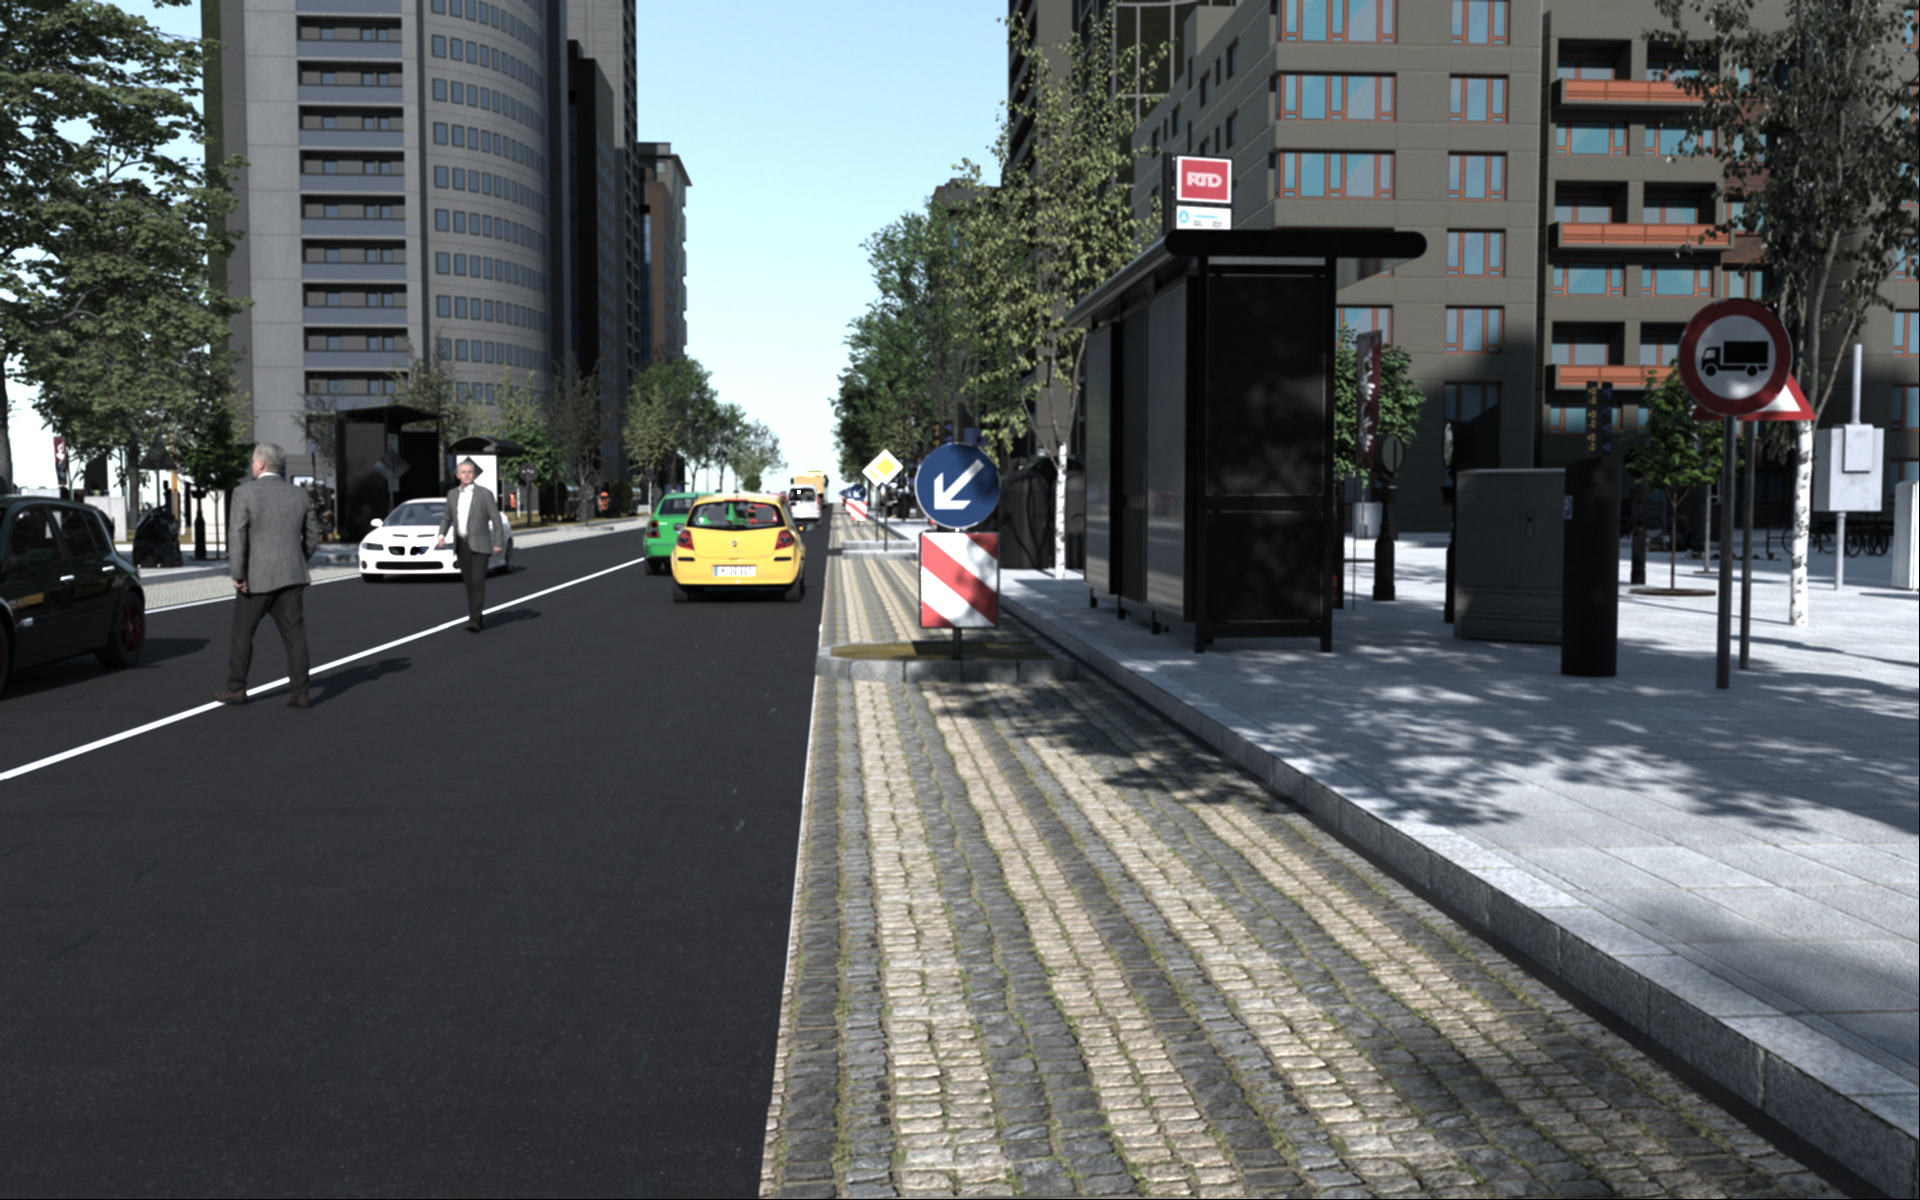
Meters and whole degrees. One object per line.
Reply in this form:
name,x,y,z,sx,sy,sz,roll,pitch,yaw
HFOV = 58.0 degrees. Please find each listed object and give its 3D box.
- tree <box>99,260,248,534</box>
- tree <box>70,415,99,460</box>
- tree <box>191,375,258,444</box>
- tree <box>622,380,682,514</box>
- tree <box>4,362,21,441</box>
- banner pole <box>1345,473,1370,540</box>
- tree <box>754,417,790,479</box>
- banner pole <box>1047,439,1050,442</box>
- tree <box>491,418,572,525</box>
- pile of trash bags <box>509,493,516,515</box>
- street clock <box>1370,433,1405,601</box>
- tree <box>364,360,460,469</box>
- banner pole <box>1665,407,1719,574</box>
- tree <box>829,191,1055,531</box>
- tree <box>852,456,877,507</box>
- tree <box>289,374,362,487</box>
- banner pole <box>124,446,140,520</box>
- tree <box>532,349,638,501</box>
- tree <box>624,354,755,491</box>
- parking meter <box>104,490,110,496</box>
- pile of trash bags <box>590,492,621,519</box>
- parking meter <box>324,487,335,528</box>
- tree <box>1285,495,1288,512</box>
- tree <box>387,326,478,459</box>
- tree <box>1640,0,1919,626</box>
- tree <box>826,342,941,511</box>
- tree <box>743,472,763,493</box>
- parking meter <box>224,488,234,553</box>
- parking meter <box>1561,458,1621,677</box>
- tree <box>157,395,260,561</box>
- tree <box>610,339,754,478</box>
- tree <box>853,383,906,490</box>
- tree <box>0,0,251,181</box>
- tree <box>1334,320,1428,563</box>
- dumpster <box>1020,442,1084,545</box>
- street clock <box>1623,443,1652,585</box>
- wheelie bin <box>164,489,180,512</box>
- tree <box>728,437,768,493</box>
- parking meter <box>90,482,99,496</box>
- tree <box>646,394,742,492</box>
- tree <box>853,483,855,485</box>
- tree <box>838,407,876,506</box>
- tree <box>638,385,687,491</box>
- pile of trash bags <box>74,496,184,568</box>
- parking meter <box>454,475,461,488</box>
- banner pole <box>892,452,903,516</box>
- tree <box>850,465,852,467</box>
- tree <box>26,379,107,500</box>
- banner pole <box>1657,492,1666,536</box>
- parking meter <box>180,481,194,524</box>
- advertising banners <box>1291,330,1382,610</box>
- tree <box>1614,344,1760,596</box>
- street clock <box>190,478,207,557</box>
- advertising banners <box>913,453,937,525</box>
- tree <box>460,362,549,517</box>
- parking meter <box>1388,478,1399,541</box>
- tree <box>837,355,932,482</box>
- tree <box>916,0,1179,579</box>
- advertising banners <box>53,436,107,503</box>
tree,-24.758,-6.399,54.982,4.360,8.622,3.978,0,3,0
tree,-39.123,-7.946,80.286,4.360,8.622,3.978,0,3,0
tree,-44.905,-9.495,105.607,4.737,8.622,4.395,0,3,0
tree,-20.142,-9.912,112.420,4.737,8.622,4.395,0,3,0
tree,-44.801,-7.858,78.835,4.360,8.622,3.978,0,3,0
banner pole,11.155,-3.589,48.691,0.863,3.779,0.401,-2,4,-24
tree,-32.476,-22.273,274.539,12.009,13.543,11.850,0,3,0
banner pole,3.869,-5.456,79.216,0.863,3.779,0.401,3,4,39
tree,-18.234,-5.470,73.151,4.285,4.588,4.351,0,3,0
pile of trash bags,-28.003,-5.719,103.257,3.447,1.369,1.912,-1,4,-21
street clock,5.096,-0.990,20.763,0.471,2.002,0.358,-3,5,-41
tree,-30.459,-9.058,98.464,4.737,8.622,4.395,0,3,0
banner pole,11.972,-2.326,28.055,0.401,3.779,0.863,-1,4,-19
tree,-0.519,-8.201,59.848,9.928,11.665,9.643,0,3,0
tree,-9.149,-13.987,179.050,4.360,8.622,3.978,0,3,0
tree,-39.210,-9.609,107.472,4.360,8.622,3.978,0,3,0
banner pole,-41.595,-5.925,86.896,0.863,3.779,0.401,-1,4,-12
tree,-19.058,-8.366,87.151,4.360,8.622,3.978,0,3,0
tree,-21.159,-12.367,127.952,9.928,11.665,9.643,0,3,0
parking meter,-51.781,-5.912,105.069,0.372,1.533,0.369,0,3,0
pile of trash bags,-18.871,-5.003,91.552,1.912,1.369,3.447,-1,4,-16
parking meter,-23.940,-3.509,65.776,0.372,1.533,0.369,0,3,0
tree,16.813,-5.764,88.846,1.663,3.219,1.824,0,3,0
tree,-23.374,-7.697,76.207,4.360,8.622,3.978,0,3,0
tree,8.436,-4.057,16.699,4.360,8.622,3.978,0,3,0
tree,-5.545,-13.950,134.734,9.857,13.997,8.962,0,3,0
tree,-31.146,-16.881,259.719,4.285,4.588,4.351,0,3,0
parking meter,-15.840,-1.796,37.779,0.372,1.533,0.369,0,3,0
parking meter,4.466,-0.235,12.259,0.372,1.533,0.369,0,3,0
tree,-14.395,-2.394,33.742,1.663,3.219,1.824,0,3,0
tree,-23.097,-13.940,138.282,12.009,13.543,11.850,0,3,0
tree,-3.923,-9.591,107.168,4.737,8.622,4.395,0,3,0
tree,-14.702,-6.559,25.368,7.486,12.596,7.792,0,3,0
tree,7.212,-3.003,32.818,4.285,4.588,4.351,0,3,0
dumpster,1.786,-1.869,33.045,1.502,2.255,1.985,0,4,-4
street clock,9.656,-1.225,24.606,0.471,2.002,0.358,1,4,18
wheelie bin,-45.385,-5.630,99.958,0.693,1.594,0.980,2,4,28
tree,-26.708,-15.857,209.627,4.737,8.622,4.395,0,3,0
parking meter,-42.177,-4.814,84.426,0.399,1.863,0.255,2,4,33
tree,-23.508,-13.299,151.845,8.767,10.594,7.601,-1,4,-15
tree,-15.118,-15.808,253.061,1.663,3.219,1.824,0,3,0
tree,-9.586,-16.629,190.014,7.486,12.596,7.792,0,3,0
tree,-20.708,-10.248,117.920,4.360,8.622,3.978,0,3,0
pile of trash bags,-15.417,-1.265,30.432,3.447,1.369,1.912,-1,4,-10
parking meter,-15.604,-2.967,54.229,0.399,1.863,0.255,-1,4,-21
banner pole,-3.659,-6.932,103.358,0.863,3.779,0.401,0,4,-6
tree,-13.861,-17.593,238.005,4.737,8.622,4.395,0,3,0
tree,-44.548,-8.361,87.067,4.737,8.622,4.395,0,3,0
banner pole,21.664,-3.870,53.298,0.401,3.779,0.863,0,4,8
parking meter,-32.745,-4.134,73.302,0.399,1.863,0.255,1,4,18
advertising banners,4.193,-1.426,19.508,0.090,3.025,2.074,-1,4,-16
tree,9.010,-1.679,22.049,1.663,3.219,1.824,0,3,0
street clock,-15.578,-1.890,35.467,0.358,2.002,0.471,-3,4,-36
advertising banners,-1.096,-4.680,72.712,2.074,3.025,0.090,2,4,31
tree,-24.565,-8.909,96.025,4.737,8.622,4.395,0,3,0
parking meter,11.895,-2.559,47.551,0.255,1.863,0.399,1,4,21
tree,-4.637,-11.031,114.768,7.601,10.594,8.767,0,4,5
tree,1.464,-4.642,26.252,4.737,8.622,4.395,0,3,0
advertising banners,-26.382,-3.408,51.914,2.074,3.025,0.090,1,4,22
